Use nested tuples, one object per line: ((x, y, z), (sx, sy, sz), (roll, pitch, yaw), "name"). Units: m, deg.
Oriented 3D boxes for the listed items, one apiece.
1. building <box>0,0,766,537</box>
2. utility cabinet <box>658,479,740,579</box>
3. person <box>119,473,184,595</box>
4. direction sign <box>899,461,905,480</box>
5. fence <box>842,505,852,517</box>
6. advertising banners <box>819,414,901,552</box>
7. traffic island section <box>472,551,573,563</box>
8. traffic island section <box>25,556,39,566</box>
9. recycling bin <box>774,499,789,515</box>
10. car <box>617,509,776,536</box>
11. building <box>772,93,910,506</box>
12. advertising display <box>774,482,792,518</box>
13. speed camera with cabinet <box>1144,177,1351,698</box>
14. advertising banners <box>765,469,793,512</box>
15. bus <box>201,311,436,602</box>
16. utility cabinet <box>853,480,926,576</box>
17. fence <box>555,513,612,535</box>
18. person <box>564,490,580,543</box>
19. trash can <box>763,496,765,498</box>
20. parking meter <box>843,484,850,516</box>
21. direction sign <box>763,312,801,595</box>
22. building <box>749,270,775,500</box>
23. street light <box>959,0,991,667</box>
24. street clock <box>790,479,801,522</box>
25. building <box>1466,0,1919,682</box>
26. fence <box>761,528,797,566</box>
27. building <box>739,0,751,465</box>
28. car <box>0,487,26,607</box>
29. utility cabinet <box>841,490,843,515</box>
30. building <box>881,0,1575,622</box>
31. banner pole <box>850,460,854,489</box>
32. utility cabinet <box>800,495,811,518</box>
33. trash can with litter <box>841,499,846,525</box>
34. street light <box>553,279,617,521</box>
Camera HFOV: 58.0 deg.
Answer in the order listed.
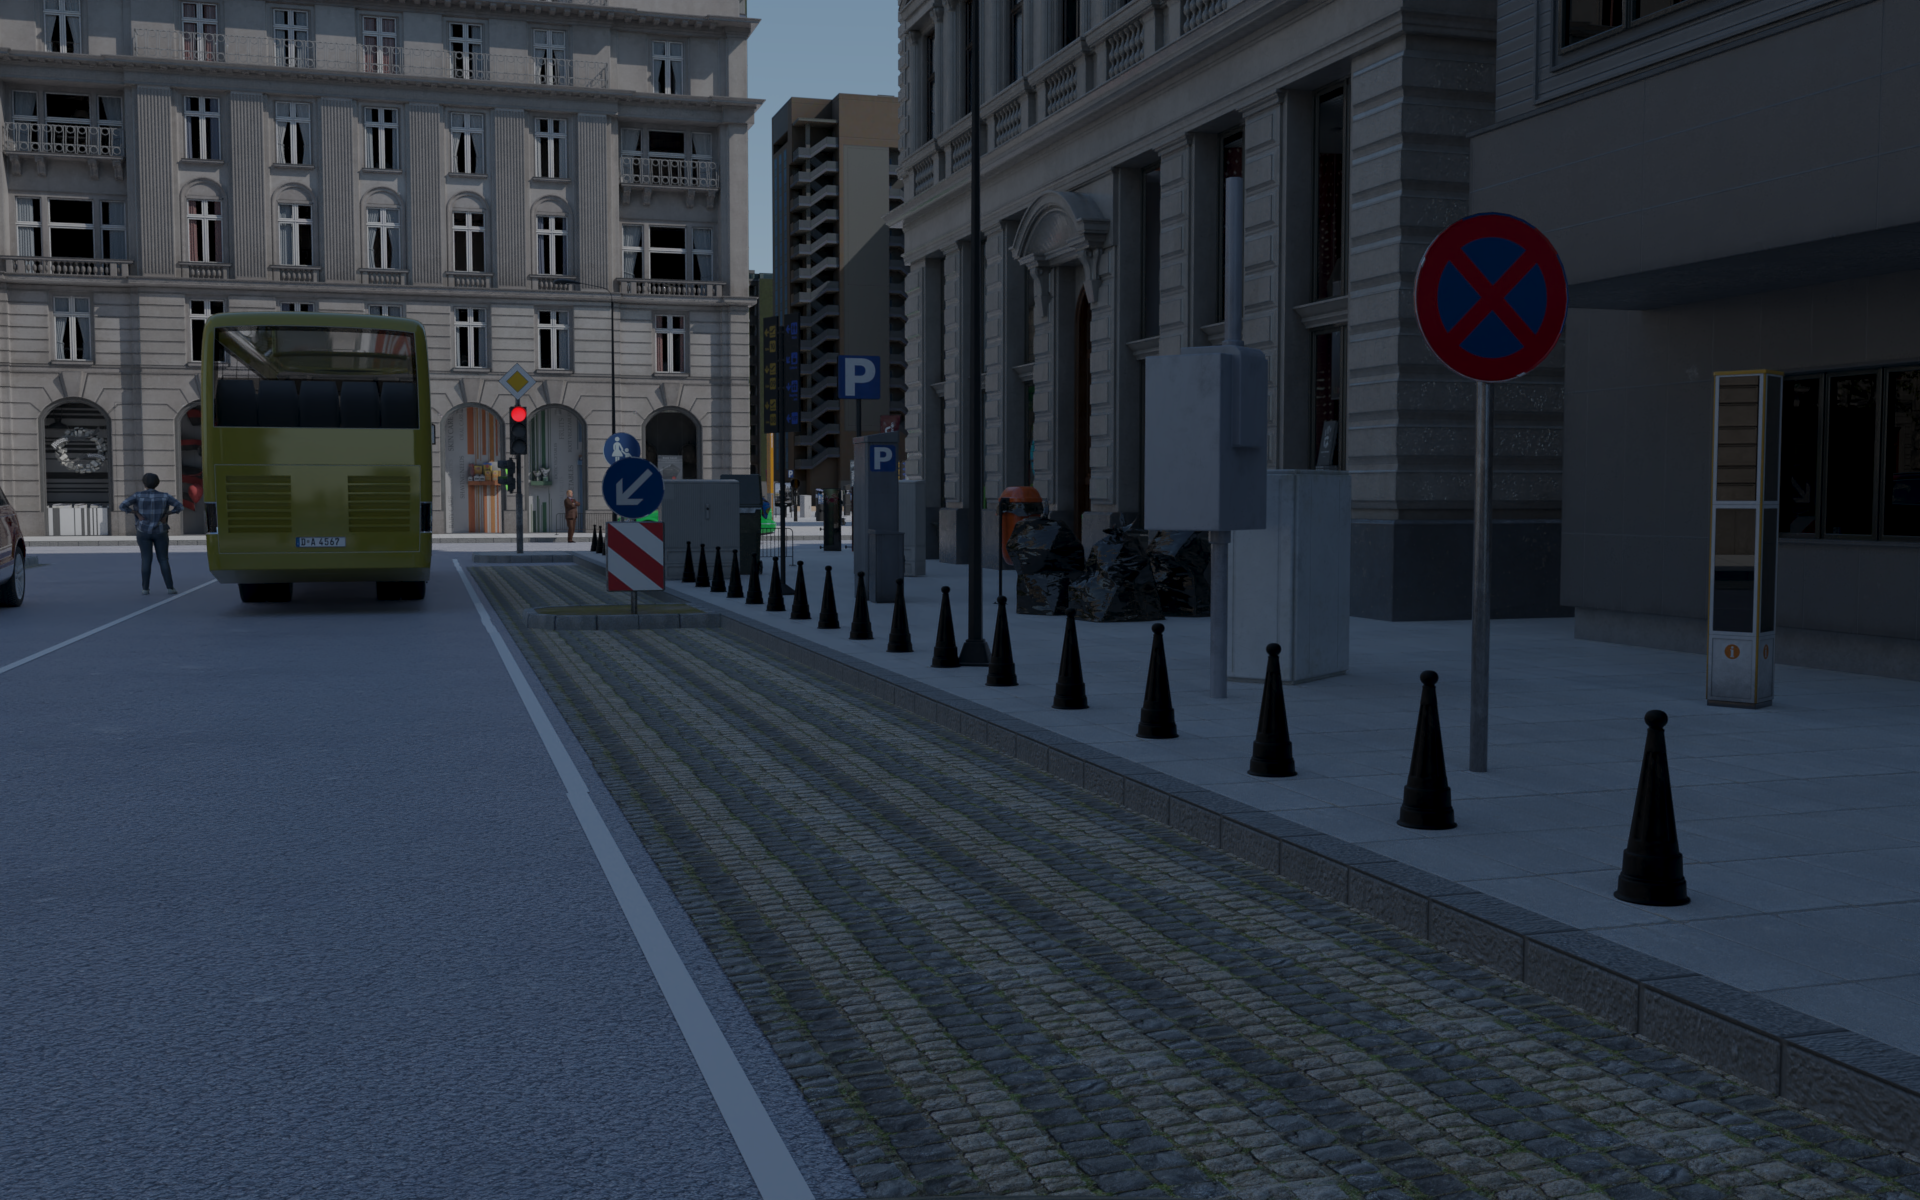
((-19.812, -13.332, 59.778), (24.055, 21.916, 13.314), (-1, 4, -17), "building")
((-3.911, -1.058, 25.973), (1.173, 1.500, 0.318), (-1, 4, -21), "utility cabinet")
((-11.519, -0.948, 24.720), (0.841, 1.734, 0.376), (-1, 4, -22), "person")
((-3.997, -7.659, 117.226), (0.876, 3.537, 0.379), (-2, 4, -28), "direction sign")
((-6.131, -5.126, 99.192), (0.278, 0.683, 2.069), (2, 4, 24), "fence")
((-2.223, -2.589, 38.521), (2.074, 3.025, 0.090), (2, 4, 27), "advertising banners")
((-9.475, -0.924, 37.393), (2.009, 0.180, 2.903), (-1, 4, -17), "traffic island section")
((-19.541, -0.733, 34.271), (2.009, 0.180, 2.903), (-1, 4, -17), "traffic island section")
((-10.829, -5.657, 105.040), (0.722, 1.027, 0.722), (1, 4, 23), "recycling bin")
((-7.711, -2.532, 50.196), (4.718, 1.807, 1.959), (-1, 4, -15), "car")
((-12.272, -33.063, 190.690), (14.200, 45.320, 14.600), (-1, 4, -17), "building")
((-9.622, -5.454, 94.388), (0.974, 1.923, 0.123), (0, 4, 6), "advertising display")
((1.966, -1.056, 11.601), (0.660, 3.252, 2.038), (2, 4, 35), "speed camera with cabinet")
((-12.663, -7.632, 120.963), (2.074, 3.025, 0.090), (1, 4, 20), "advertising banners")
((-9.283, -2.103, 25.935), (2.896, 3.916, 12.252), (-1, 4, -17), "bus")
((-1.112, -1.128, 27.116), (1.173, 1.500, 0.318), (2, 4, 32), "utility cabinet")
((-11.632, -2.377, 54.237), (2.069, 0.683, 0.278), (0, 4, -6), "fence")
((-11.392, -2.453, 50.880), (0.388, 1.546, 0.482), (2, 4, 29), "person")
((-13.424, -6.386, 116.068), (0.748, 1.137, 0.748), (0, 3, 0), "trash can")
((-6.728, -5.944, 102.890), (0.399, 1.863, 0.255), (-3, 4, -36), "parking meter")
((-2.258, -1.836, 22.008), (0.379, 3.537, 0.876), (-3, 4, -36), "direction sign")
((-29.425, -27.755, 225.495), (14.107, 30.474, 14.160), (-1, 4, -17), "building")
((-0.402, -2.455, 12.674), (1.470, 5.913, 1.316), (-1, 4, -17), "street light")
((-7.656, -4.651, 80.615), (0.471, 2.002, 0.358), (0, 4, -5), "street clock")
((14.967, -11.189, 2.001), (14.314, 24.678, 30.058), (-1, 4, -17), "building")
((-3.938, -0.933, 30.629), (2.069, 0.683, 0.278), (-1, 4, -14), "fence")
((-29.701, -37.482, 154.822), (21.231, 58.520, 28.212), (-1, 4, -17), "building")
((-12.426, -0.709, 20.271), (2.281, 1.827, 5.304), (-1, 4, -19), "car")
((-7.601, -5.779, 103.172), (1.173, 1.500, 0.318), (-1, 4, -17), "utility cabinet")
((6.160, -12.111, 26.889), (11.050, 23.489, 19.941), (-1, 4, -17), "building")
((-6.733, -7.396, 110.939), (0.863, 3.779, 0.401), (3, 4, 38), "banner pole")
((-8.437, -5.110, 94.705), (0.306, 1.237, 1.020), (1, 4, 16), "utility cabinet")
((-5.031, -3.630, 70.738), (0.624, 1.170, 1.055), (1, 4, 13), "trash can with litter")
((-8.090, -3.985, 37.699), (1.470, 5.913, 1.316), (-1, 4, -17), "street light")
